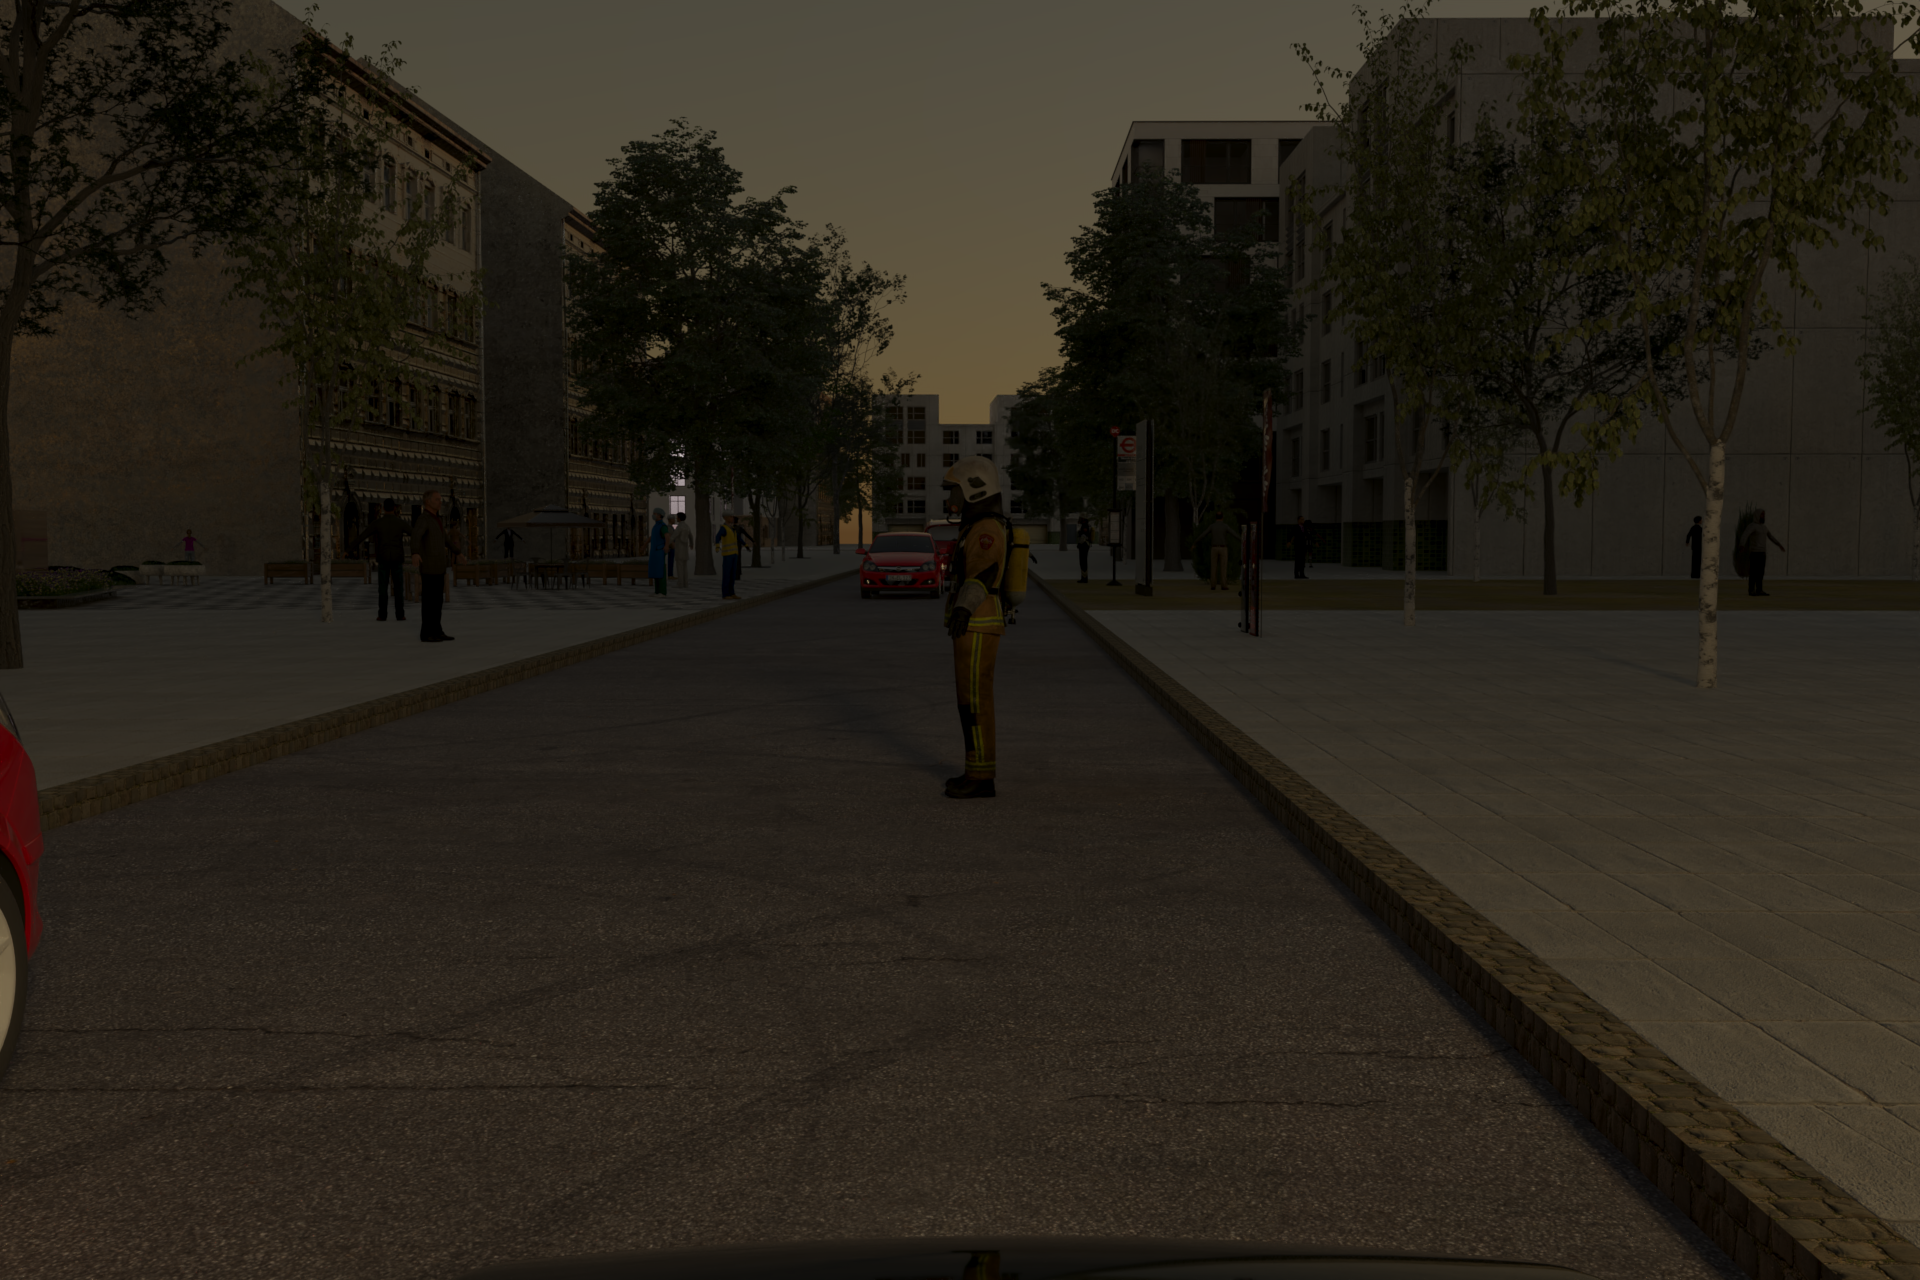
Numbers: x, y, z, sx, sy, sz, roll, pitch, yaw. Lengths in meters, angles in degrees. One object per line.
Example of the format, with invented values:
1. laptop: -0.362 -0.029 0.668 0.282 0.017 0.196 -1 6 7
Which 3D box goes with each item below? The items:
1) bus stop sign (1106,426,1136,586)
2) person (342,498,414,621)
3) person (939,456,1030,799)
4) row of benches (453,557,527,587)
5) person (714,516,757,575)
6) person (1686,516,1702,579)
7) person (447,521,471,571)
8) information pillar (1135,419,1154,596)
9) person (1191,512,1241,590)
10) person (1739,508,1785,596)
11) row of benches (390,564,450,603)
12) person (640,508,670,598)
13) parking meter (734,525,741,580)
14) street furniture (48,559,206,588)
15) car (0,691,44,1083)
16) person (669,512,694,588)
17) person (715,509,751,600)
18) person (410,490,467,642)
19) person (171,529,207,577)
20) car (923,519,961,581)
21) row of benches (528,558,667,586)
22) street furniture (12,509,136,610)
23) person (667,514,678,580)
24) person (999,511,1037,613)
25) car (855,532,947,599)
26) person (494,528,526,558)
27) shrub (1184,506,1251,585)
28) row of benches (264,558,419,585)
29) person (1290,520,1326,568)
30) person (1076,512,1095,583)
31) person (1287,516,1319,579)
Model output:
1. bus stop sign: 4.053 -3.317 42.932 0.855 3.939 0.416 0 4 1
2. person: -8.436 -1.197 25.641 1.348 1.821 0.705 -1 4 -20
3. person: 0.058 -0.079 9.518 0.705 1.858 1.354 0 4 0
4. row of benches: -11.905 -1.753 44.123 1.422 0.672 4.104 0 4 3
5. person: -7.078 -2.975 54.573 1.347 1.837 0.705 -1 4 -12
6. person: 21.278 -2.675 49.916 0.705 1.806 1.347 -1 4 -10
7. person: -17.360 -3.241 59.793 1.217 1.733 0.721 2 4 28
8. information pillar: 3.866 -2.754 36.340 0.184 3.620 1.656 0 4 -1
9. person: 5.953 -2.046 39.732 1.348 1.796 0.705 1 4 19
10. person: 16.546 -1.818 35.848 1.348 1.813 0.705 -2 4 -28
11. row of benches: -10.686 -1.142 34.140 1.422 0.672 4.104 -2 4 -24
12. person: -6.141 -1.775 35.156 0.704 1.817 1.347 -2 4 -32
13. parking meter: -6.309 -2.437 48.264 0.372 1.533 0.369 0 3 0
14. street furniture: -23.679 -1.699 43.408 10.072 0.657 5.734 2 4 31
15. car: -3.281 0.391 2.654 2.155 1.783 4.494 0 4 1
16. person: -6.641 -2.138 41.141 0.705 1.806 1.347 1 4 21
17. person: -4.460 -1.681 33.954 0.721 1.772 1.216 2 4 24
18. person: -6.266 -0.886 20.667 0.705 1.807 1.348 0 4 8
19. person: -23.005 -2.595 51.701 0.991 1.433 0.599 -2 4 -29
20. car: -0.155 -2.237 45.243 2.281 1.827 5.304 0 4 0
21. row of benches: -9.113 -1.729 43.734 4.104 0.672 1.422 2 4 28
22. street furniture: -18.374 -1.548 32.164 9.812 1.723 11.010 -1 4 -17
23. person: -8.118 -2.629 48.840 0.705 1.847 1.347 -1 4 -8
24. person: 0.836 -1.422 31.472 1.354 1.858 0.705 3 5 44
25. car: -1.289 -1.880 39.782 2.155 1.783 4.494 0 4 1
26. person: -17.124 -3.615 65.818 1.216 1.740 0.721 -2 4 -30
27. shrub: 6.589 -2.427 44.104 1.690 2.028 1.600 0 3 0
28. row of benches: -15.569 -1.763 44.281 4.104 0.672 1.422 0 4 -8
29. person: 13.280 -3.668 66.116 1.345 1.843 0.704 1 4 18
30. person: 3.218 -2.426 45.449 0.705 1.856 1.354 0 4 7
31. person: 9.764 -2.651 49.572 1.346 1.802 0.704 -3 5 -39
